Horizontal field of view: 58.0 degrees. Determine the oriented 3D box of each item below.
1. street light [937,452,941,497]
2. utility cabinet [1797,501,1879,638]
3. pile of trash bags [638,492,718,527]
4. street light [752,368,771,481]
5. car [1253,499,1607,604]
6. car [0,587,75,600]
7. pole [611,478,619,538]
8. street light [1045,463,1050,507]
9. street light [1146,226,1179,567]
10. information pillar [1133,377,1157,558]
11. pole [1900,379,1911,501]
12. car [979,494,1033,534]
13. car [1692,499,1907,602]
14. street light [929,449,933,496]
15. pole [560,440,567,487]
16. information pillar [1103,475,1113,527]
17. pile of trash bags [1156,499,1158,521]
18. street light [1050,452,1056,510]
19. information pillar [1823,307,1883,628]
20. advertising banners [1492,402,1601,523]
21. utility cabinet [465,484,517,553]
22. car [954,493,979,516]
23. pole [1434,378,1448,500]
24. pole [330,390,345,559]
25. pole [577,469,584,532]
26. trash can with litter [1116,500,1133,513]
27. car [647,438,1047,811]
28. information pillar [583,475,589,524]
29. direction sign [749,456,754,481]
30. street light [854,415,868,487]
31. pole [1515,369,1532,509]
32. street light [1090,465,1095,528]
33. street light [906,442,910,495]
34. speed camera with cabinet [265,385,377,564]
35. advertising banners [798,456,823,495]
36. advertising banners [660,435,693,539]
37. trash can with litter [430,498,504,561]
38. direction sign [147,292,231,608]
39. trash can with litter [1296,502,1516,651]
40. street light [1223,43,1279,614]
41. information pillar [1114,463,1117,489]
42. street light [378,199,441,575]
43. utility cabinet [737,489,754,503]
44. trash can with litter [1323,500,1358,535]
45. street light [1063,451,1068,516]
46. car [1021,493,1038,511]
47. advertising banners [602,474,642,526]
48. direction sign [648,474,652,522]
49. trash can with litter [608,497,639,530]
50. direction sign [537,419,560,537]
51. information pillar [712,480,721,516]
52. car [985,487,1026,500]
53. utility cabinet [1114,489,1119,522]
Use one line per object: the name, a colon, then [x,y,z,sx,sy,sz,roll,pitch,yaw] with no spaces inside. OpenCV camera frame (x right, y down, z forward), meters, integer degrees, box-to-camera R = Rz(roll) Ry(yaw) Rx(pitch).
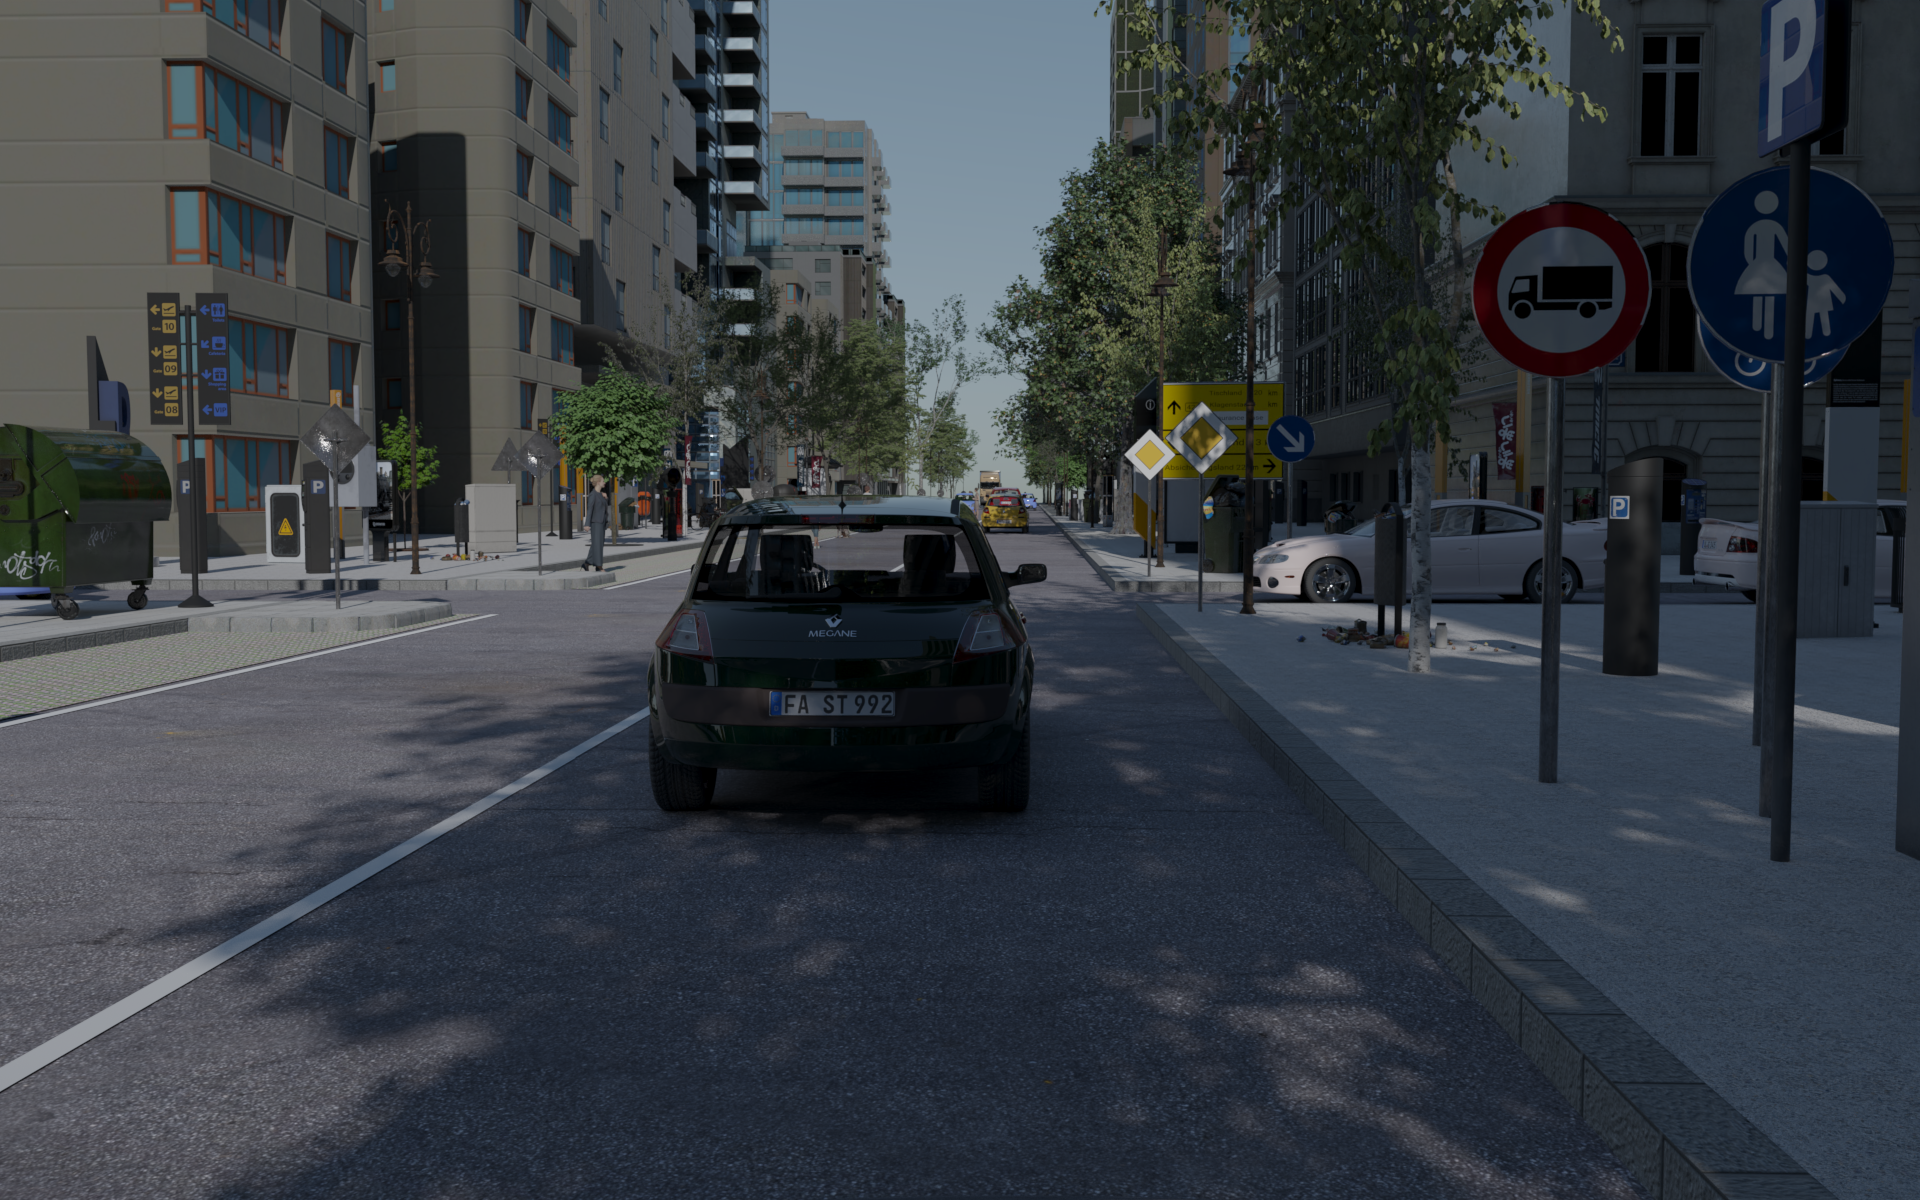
street light: [-2.295,-13.125,187.386,0.468,5.910,1.993,0,4,2]
utility cabinet: [7.699,-0.268,15.552,1.020,1.237,0.306,-1,4,-13]
pile of trash bags: [-10.928,-3.520,67.312,3.447,1.369,1.912,0,4,7]
street light: [-7.257,-5.552,63.556,0.468,5.910,1.993,0,4,2]
car: [6.186,-0.638,22.790,4.827,1.381,2.083,0,4,1]
car: [-13.387,-0.773,22.234,3.694,1.707,1.945,0,4,3]
pole: [-10.165,-3.491,50.923,0.158,3.312,0.155,0,3,0]
street light: [9.286,-12.550,177.984,0.468,5.910,1.993,0,4,2]
street light: [3.506,-3.509,30.161,0.468,5.910,1.993,0,4,2]
information pillar: [3.722,-2.652,34.712,0.504,3.616,0.183,-2,4,-24]
pole: [16.898,-2.265,30.877,0.158,3.312,0.155,0,3,0]
car: [1.702,-3.313,64.392,2.015,1.641,3.980,0,4,3]
car: [11.880,-0.585,21.927,4.827,1.381,2.083,0,4,4]
street light: [-2.946,-12.344,174.611,0.468,5.910,1.993,0,4,2]
pole: [-11.688,-3.501,51.087,0.158,3.312,0.155,0,3,0]
information pillar: [5.764,-3.853,67.487,0.304,2.012,0.304,-2,4,-25]
pile of trash bags: [9.210,-4.560,84.302,3.447,1.369,1.912,0,4,7]
street light: [7.863,-10.393,142.706,0.468,5.910,1.993,0,4,2]
information pillar: [8.540,-1.541,16.555,0.504,3.616,0.183,0,4,2]
advertising banners: [11.018,-2.225,32.566,2.074,3.025,0.090,2,4,32]
utility cabinet: [-10.190,-1.770,37.622,0.318,1.500,1.173,2,4,32]
car: [0.320,-6.508,115.991,1.945,1.707,3.694,0,4,2]
pole: [8.495,-2.247,30.580,0.158,3.312,0.155,0,3,0]
pole: [-12.233,-2.459,34.042,0.158,3.312,0.155,0,3,0]
pole: [-12.954,-3.986,59.018,0.158,3.312,0.155,0,3,0]
trash can with litter: [6.583,-3.489,68.425,0.624,1.170,1.055,1,4,19]
car: [-0.518,0.035,9.222,2.009,1.686,4.222,0,4,0]
information pillar: [-13.452,-3.511,61.903,0.304,2.012,0.304,1,4,9]
direction sign: [-12.534,-6.769,102.671,0.876,3.537,0.379,3,4,37]
street light: [-5.786,-7.744,99.401,0.468,5.910,1.993,0,4,2]
pole: [8.612,-1.997,26.493,0.158,3.312,0.155,0,3,0]
street light: [5.008,-5.662,65.368,0.468,5.910,1.993,0,4,2]
street light: [-4.214,-10.207,139.673,0.468,5.910,1.993,0,4,2]
speed camera with cabinet: [-11.703,-2.283,31.669,2.038,3.252,0.660,1,4,18]
advertising banners: [-7.228,-5.030,78.426,2.074,3.025,0.090,-1,4,-15]
advertising banners: [-8.283,-3.338,50.763,0.090,3.025,2.074,1,4,17]
trash can with litter: [-9.557,-1.405,34.033,1.678,1.210,2.233,0,4,2]
direction sign: [-8.679,-1.686,19.564,0.876,3.537,0.379,0,4,-4]
trash can with litter: [3.753,-0.249,15.134,1.678,1.210,2.233,0,4,-2]
street light: [3.090,-2.790,18.407,0.468,5.910,1.993,0,4,2]
information pillar: [9.030,-6.762,101.921,0.183,3.616,0.504,-2,4,-33]
street light: [-8.704,-3.348,27.522,0.468,5.910,1.993,0,4,2]
utility cabinet: [-8.572,-3.668,68.651,1.173,1.500,0.318,0,4,-6]
trash can with litter: [6.552,-1.173,30.564,0.624,1.170,1.055,-1,4,-17]
street light: [6.500,-8.256,107.772,0.468,5.910,1.993,0,4,2]
car: [5.696,-8.481,148.254,1.945,1.707,3.694,0,4,1]
advertising banners: [-13.936,-4.549,70.565,2.074,3.025,0.090,1,4,12]
direction sign: [-13.995,-5.288,78.449,0.379,3.537,0.876,-1,4,-15]
trash can with litter: [-11.945,-3.063,61.463,0.624,1.170,1.055,2,4,34]
direction sign: [-12.354,-3.689,52.320,0.379,3.537,0.876,3,5,43]
information pillar: [-12.578,-5.196,89.439,0.304,2.012,0.304,3,5,39]
car: [2.528,-5.313,95.536,2.281,1.827,5.304,0,4,1]
utility cabinet: [7.451,-4.321,79.320,0.318,1.500,1.173,2,4,31]
